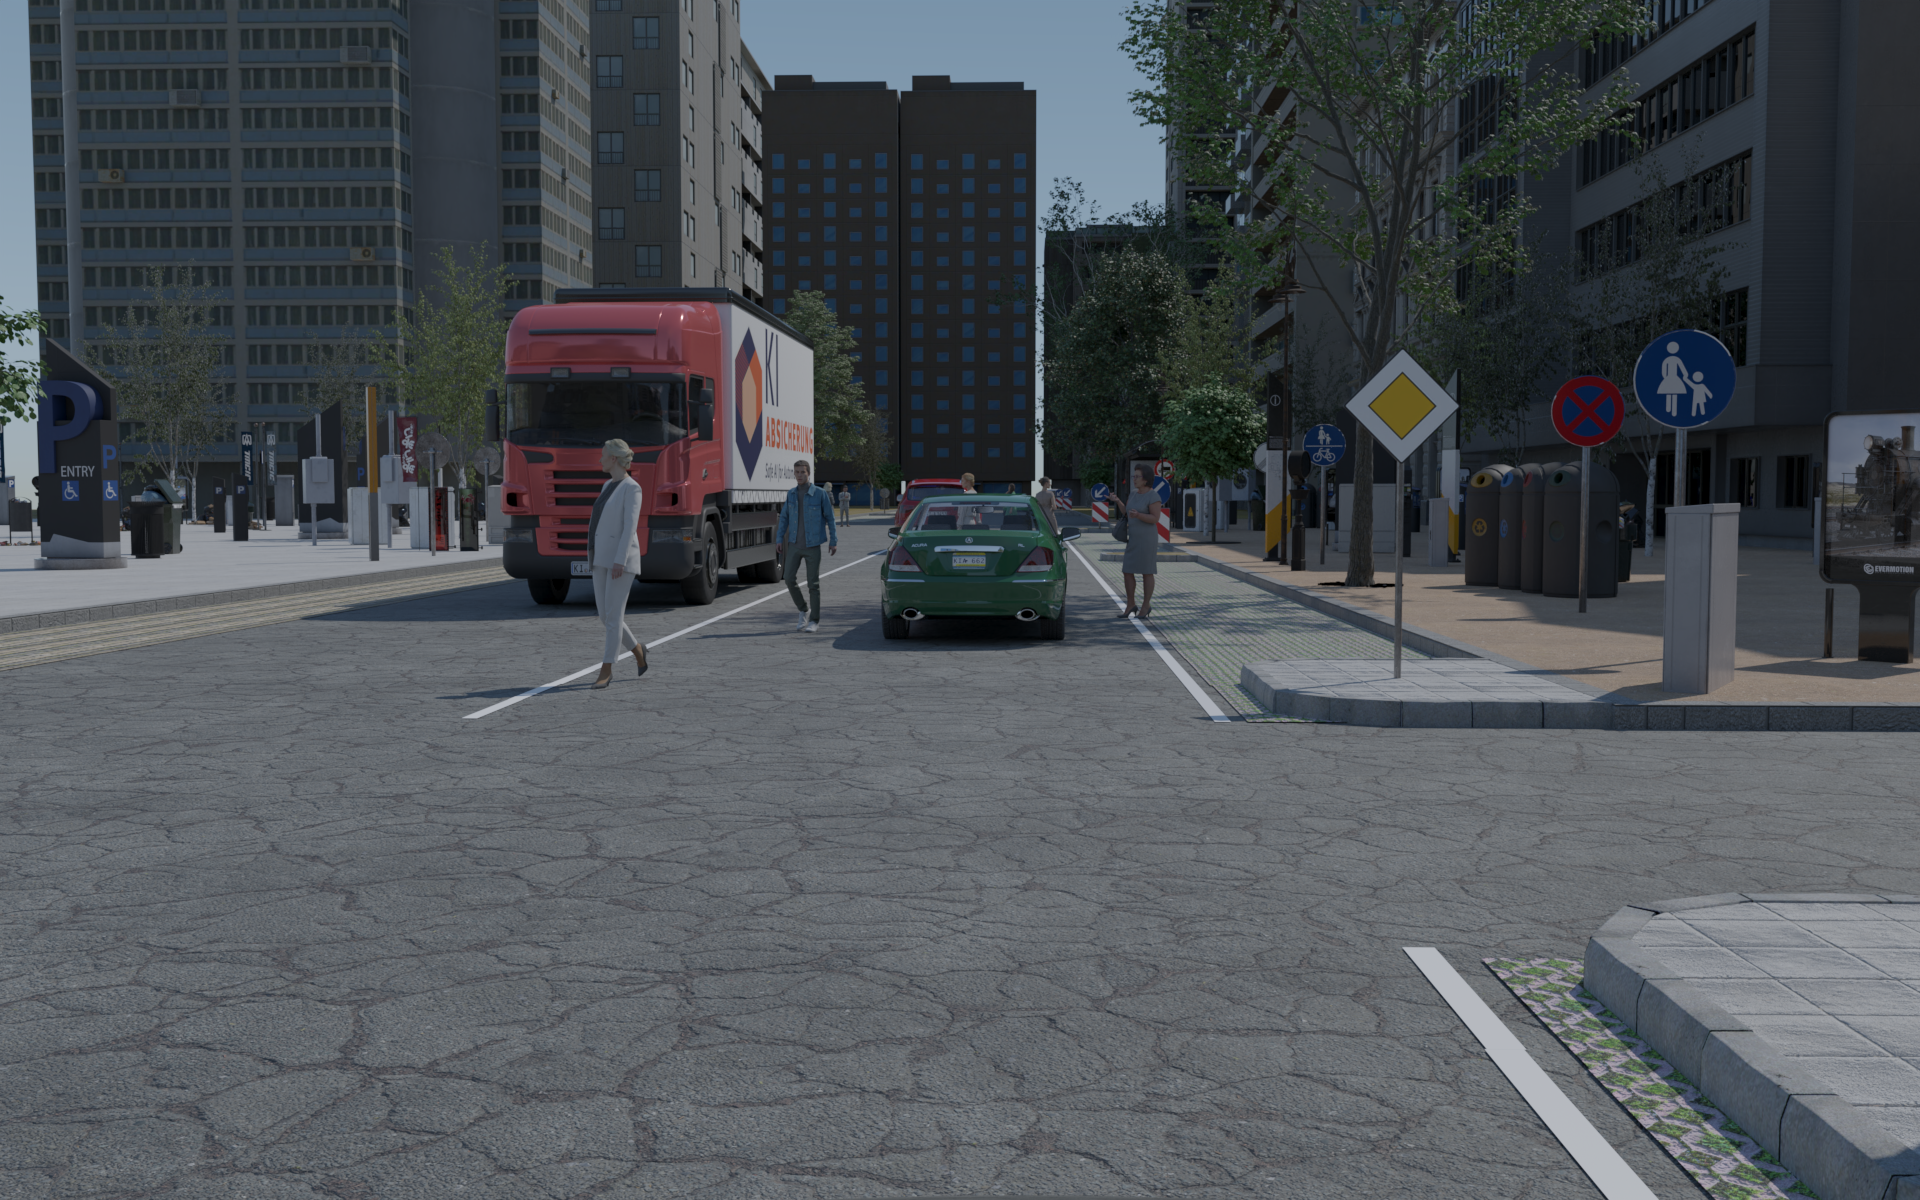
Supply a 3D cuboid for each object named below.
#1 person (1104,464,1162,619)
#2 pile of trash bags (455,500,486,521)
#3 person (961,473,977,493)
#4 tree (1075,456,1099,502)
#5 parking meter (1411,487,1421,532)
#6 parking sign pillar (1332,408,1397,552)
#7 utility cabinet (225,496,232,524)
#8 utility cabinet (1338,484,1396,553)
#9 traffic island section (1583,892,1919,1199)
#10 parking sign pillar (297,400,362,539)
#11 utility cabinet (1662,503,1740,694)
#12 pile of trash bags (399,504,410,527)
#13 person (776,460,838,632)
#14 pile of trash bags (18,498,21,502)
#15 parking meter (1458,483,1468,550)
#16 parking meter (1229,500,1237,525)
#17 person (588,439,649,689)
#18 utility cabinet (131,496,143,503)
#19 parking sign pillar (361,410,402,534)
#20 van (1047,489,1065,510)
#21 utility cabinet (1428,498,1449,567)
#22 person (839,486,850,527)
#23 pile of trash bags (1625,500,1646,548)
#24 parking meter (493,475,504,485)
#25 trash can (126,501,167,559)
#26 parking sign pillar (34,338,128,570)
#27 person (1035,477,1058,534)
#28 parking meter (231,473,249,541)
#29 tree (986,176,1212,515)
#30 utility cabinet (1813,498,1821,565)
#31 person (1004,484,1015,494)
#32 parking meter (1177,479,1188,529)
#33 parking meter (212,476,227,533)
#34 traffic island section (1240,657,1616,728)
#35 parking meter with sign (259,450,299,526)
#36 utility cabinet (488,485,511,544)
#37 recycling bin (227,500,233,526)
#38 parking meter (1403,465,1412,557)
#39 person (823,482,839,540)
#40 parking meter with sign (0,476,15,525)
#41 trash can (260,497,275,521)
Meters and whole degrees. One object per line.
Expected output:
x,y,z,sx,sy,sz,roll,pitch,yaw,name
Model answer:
1.966,-0.680,19.970,0.532,1.782,0.716,-3,4,-36,person
-22.695,-4.450,82.511,1.912,1.369,3.447,-3,4,-37,pile of trash bags
0.151,-1.228,28.925,0.624,1.780,0.694,3,5,39,person
10.691,-9.328,136.221,4.285,4.588,4.351,0,3,0,tree
15.247,-3.037,58.072,0.372,1.533,0.369,0,3,0,parking meter
9.126,-3.085,38.920,1.447,3.967,1.447,1,4,20,parking sign pillar
-30.751,-3.808,73.423,1.020,1.237,0.306,0,4,8,utility cabinet
8.830,-1.768,37.588,1.173,1.500,0.318,1,4,10,utility cabinet
2.766,1.112,4.101,2.009,0.180,2.903,0,4,2,traffic island section
-18.284,-3.745,49.706,1.447,3.967,1.447,0,4,4,parking sign pillar
4.941,-0.024,11.560,0.306,1.237,1.020,2,4,33,utility cabinet
-22.920,-3.574,68.180,1.912,1.369,3.447,-2,4,-31,pile of trash bags
-1.595,-0.562,18.039,0.601,1.785,0.444,1,4,21,person
-48.553,-4.753,87.462,1.912,1.369,3.447,0,4,-3,pile of trash bags
11.608,-1.918,39.768,0.372,1.533,0.369,0,3,0,parking meter
11.429,-4.093,72.625,0.399,1.863,0.255,-1,4,-12,parking meter
-2.541,-0.284,13.021,0.514,1.842,0.818,2,4,29,person
-31.207,-3.381,66.442,0.306,1.237,1.020,3,4,37,utility cabinet
-18.628,-4.092,55.377,1.447,3.967,1.447,2,4,31,parking sign pillar
7.953,-8.576,147.226,2.013,2.044,4.112,0,4,2,van
8.542,-1.210,30.947,0.306,1.237,1.020,1,4,12,utility cabinet
-5.046,-4.103,75.762,0.511,1.800,0.466,-1,4,-17,person
15.095,-1.988,42.261,1.912,1.369,3.447,-2,4,-24,pile of trash bags
-14.150,-2.908,53.257,0.255,1.863,0.399,-3,5,-44,parking meter
-16.194,-1.398,34.505,0.748,1.137,0.748,0,3,0,trash can
-15.165,-2.526,29.771,1.447,3.967,1.447,1,4,15,parking sign pillar
1.803,-1.605,35.075,0.599,1.781,0.374,2,4,28,person
-19.610,-2.539,47.221,0.399,1.863,0.255,-2,4,-35,parking meter
8.375,-15.190,104.238,12.611,20.169,13.585,0,3,0,tree
15.890,-1.219,31.085,0.306,1.237,1.020,-2,4,-32,utility cabinet
1.835,-3.185,60.814,0.529,1.795,0.600,-1,4,-11,person
8.147,-3.532,63.465,0.255,1.863,0.399,-2,4,-30,parking meter
-24.507,-3.159,57.353,0.399,1.863,0.255,-1,4,-18,parking meter
3.068,0.624,12.080,2.009,0.180,2.903,0,4,2,traffic island section
-27.081,-4.476,69.440,1.738,3.016,0.543,-1,4,-12,parking meter with sign
-11.225,-2.124,43.404,1.173,1.500,0.318,1,4,12,utility cabinet
-29.226,-3.516,70.038,0.722,1.027,0.722,-2,4,-27,recycling bin
9.028,-1.805,35.218,0.255,1.863,0.399,0,4,6,parking meter
-4.157,-2.802,54.495,0.537,1.800,0.526,3,4,37,person
-39.365,-4.594,71.371,1.738,3.016,0.543,1,4,16,parking meter with sign
-33.401,-4.400,83.585,0.748,1.137,0.748,0,3,0,trash can
